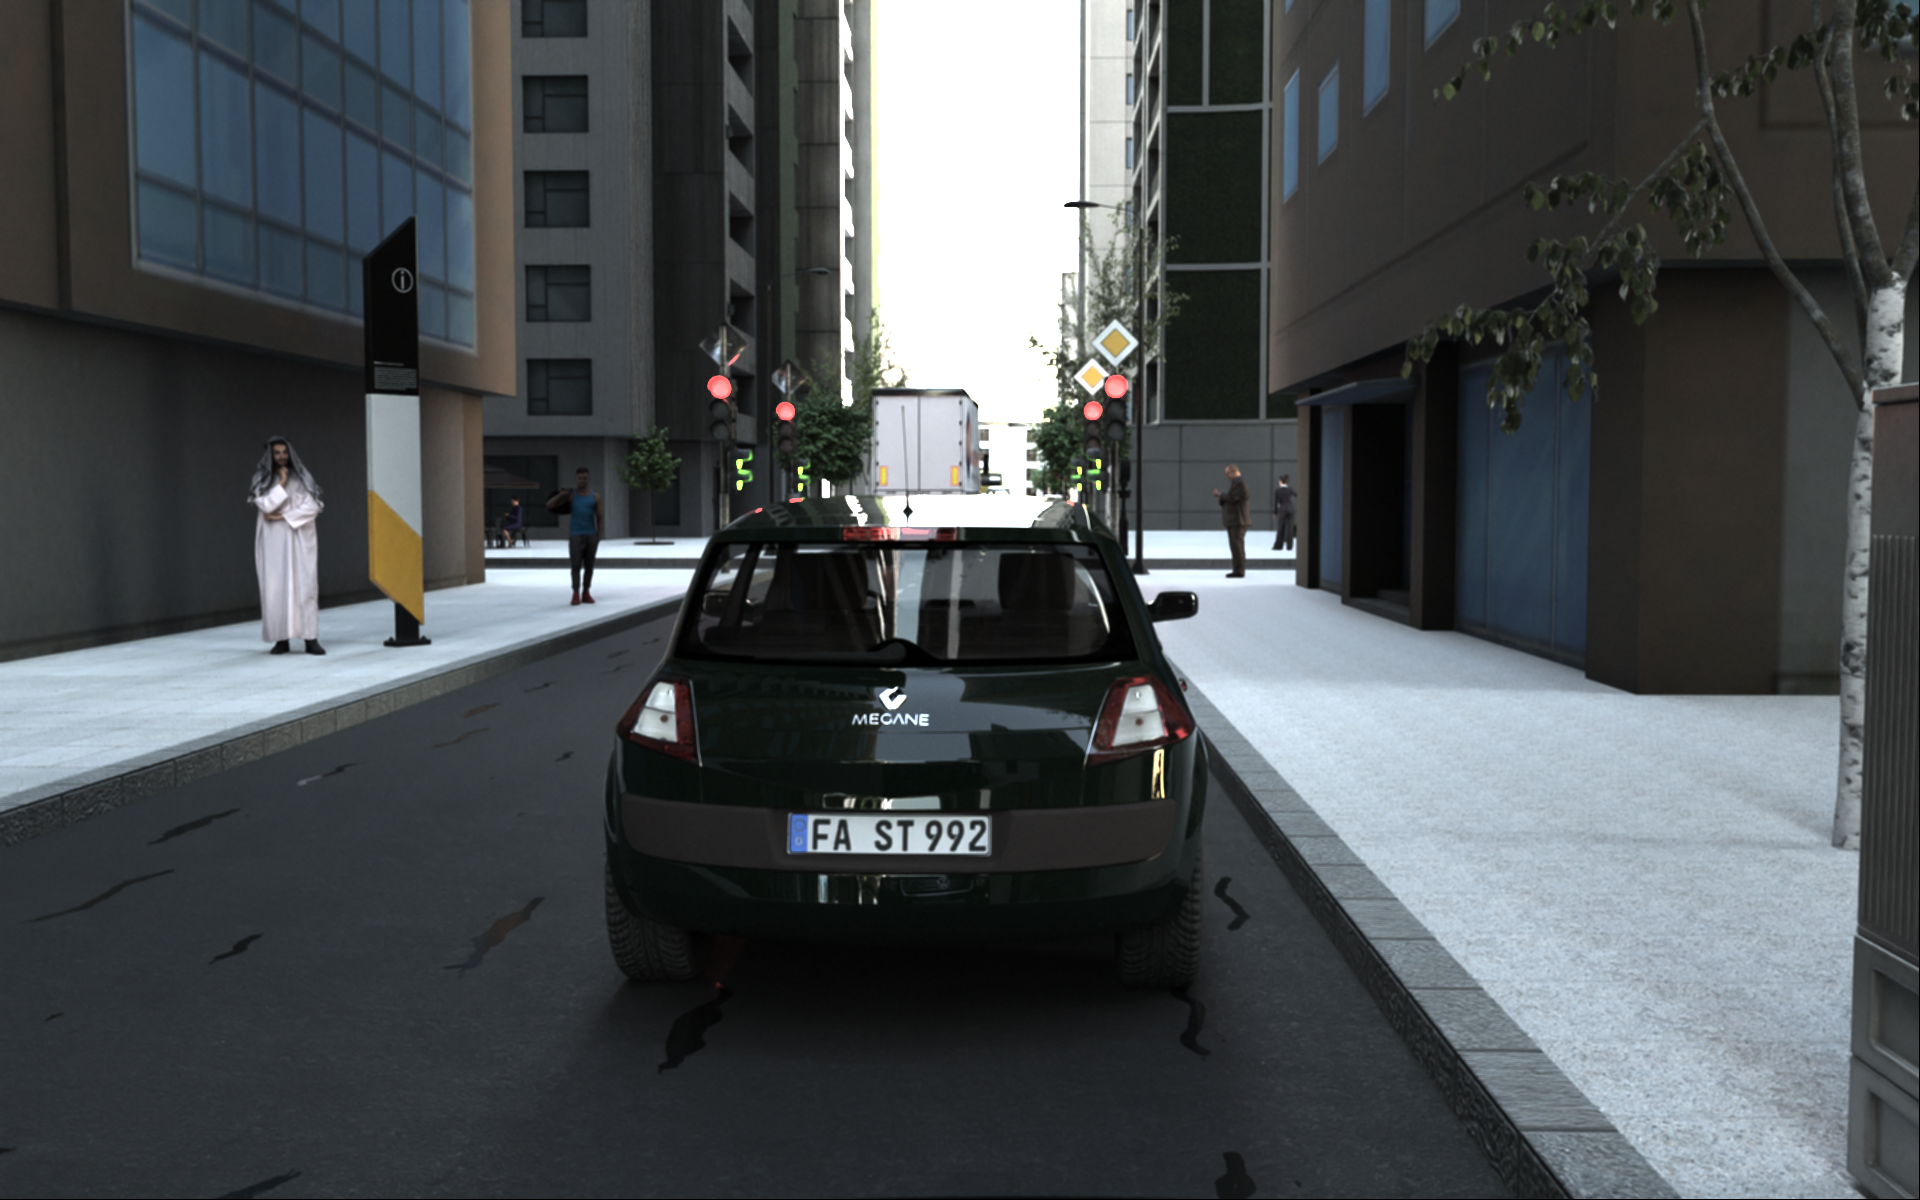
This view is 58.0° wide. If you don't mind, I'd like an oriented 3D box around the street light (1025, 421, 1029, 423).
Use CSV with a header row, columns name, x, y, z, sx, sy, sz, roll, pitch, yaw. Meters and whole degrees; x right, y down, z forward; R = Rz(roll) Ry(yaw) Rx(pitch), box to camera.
name,x,y,z,sx,sy,sz,roll,pitch,yaw
street light,4.814,-8.442,110.571,1.470,5.913,1.316,0,4,2

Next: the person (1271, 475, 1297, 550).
name,x,y,z,sx,sy,sz,roll,pitch,yaw
person,7.546,-2.009,39.696,0.742,1.727,0.445,-1,4,-21

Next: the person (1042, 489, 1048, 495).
name,x,y,z,sx,sy,sz,roll,pitch,yaw
person,7.878,-9.412,160.381,0.683,1.767,0.568,0,4,1

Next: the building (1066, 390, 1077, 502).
name,x,y,z,sx,sy,sz,roll,pitch,yaw
building,13.439,-12.025,138.752,9.099,9.664,28.070,0,4,2

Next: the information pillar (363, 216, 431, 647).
name,x,y,z,sx,sy,sz,roll,pitch,yaw
information pillar,-4.734,-1.416,14.512,0.183,3.616,0.504,3,4,36

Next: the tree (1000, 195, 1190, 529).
name,x,y,z,sx,sy,sz,roll,pitch,yaw
tree,3.412,-5.628,42.380,4.360,8.622,3.978,0,3,0

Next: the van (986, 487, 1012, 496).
name,x,y,z,sx,sy,sz,roll,pitch,yaw
van,2.262,-5.686,99.978,2.013,2.044,4.112,0,4,3

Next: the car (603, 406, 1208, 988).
name,x,y,z,sx,sy,sz,roll,pitch,yaw
car,-0.078,0.204,6.456,2.009,1.686,4.222,0,4,3

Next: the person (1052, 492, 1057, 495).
name,x,y,z,sx,sy,sz,roll,pitch,yaw
person,6.157,-6.366,110.833,0.504,1.737,0.576,1,4,14

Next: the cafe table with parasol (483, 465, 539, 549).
name,x,y,z,sx,sy,sz,roll,pitch,yaw
cafe table with parasol,-11.141,-2.207,40.952,2.610,1.966,2.610,2,4,27

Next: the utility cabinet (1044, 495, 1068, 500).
name,x,y,z,sx,sy,sz,roll,pitch,yaw
utility cabinet,4.258,-4.024,76.946,1.020,1.237,0.306,0,4,-1

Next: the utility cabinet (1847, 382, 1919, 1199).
name,x,y,z,sx,sy,sz,roll,pitch,yaw
utility cabinet,1.752,0.372,2.590,0.318,1.500,1.173,0,4,3

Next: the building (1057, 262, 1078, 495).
name,x,y,z,sx,sy,sz,roll,pitch,yaw
building,23.282,-19.842,168.399,27.936,21.610,32.646,0,4,2

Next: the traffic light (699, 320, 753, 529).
name,x,y,z,sx,sy,sz,roll,pitch,yaw
traffic light,-3.796,-2.389,27.986,0.839,4.253,0.868,0,4,2

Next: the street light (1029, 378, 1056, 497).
name,x,y,z,sx,sy,sz,roll,pitch,yaw
street light,3.598,-5.928,69.466,1.470,5.913,1.316,0,4,2

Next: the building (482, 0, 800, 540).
name,x,y,z,sx,sy,sz,roll,pitch,yaw
building,-12.835,-17.218,53.215,14.160,30.474,14.107,0,4,2

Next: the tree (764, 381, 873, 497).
name,x,y,z,sx,sy,sz,roll,pitch,yaw
tree,-4.008,-4.086,50.518,4.285,4.588,4.351,0,3,0

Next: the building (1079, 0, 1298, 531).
name,x,y,z,sx,sy,sz,roll,pitch,yaw
building,15.065,-38.198,62.790,20.563,71.187,20.611,0,4,2

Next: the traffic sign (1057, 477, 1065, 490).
name,x,y,z,sx,sy,sz,roll,pitch,yaw
traffic sign,3.886,-3.948,64.660,0.768,2.556,0.104,0,4,3

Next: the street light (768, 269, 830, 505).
name,x,y,z,sx,sy,sz,roll,pitch,yaw
street light,-3.384,-3.872,35.853,1.470,5.913,1.316,0,4,2

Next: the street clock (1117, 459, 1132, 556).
name,x,y,z,sx,sy,sz,roll,pitch,yaw
street clock,3.397,-1.921,35.973,0.358,2.002,0.471,0,4,-2

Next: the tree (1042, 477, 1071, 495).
name,x,y,z,sx,sy,sz,roll,pitch,yaw
tree,5.302,-6.057,93.628,1.663,3.219,1.824,0,3,0

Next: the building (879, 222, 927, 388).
name,x,y,z,sx,sy,sz,roll,pitch,yaw
building,-17.177,-17.394,128.361,27.936,21.610,32.646,0,4,2

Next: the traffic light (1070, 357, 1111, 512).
name,x,y,z,sx,sy,sz,roll,pitch,yaw
traffic light,2.710,-2.867,35.790,0.839,4.253,0.868,0,4,2

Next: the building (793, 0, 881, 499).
name,x,y,z,sx,sy,sz,roll,pitch,yaw
building,-10.985,-23.933,74.896,14.154,41.232,14.086,0,4,2

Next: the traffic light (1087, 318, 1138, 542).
name,x,y,z,sx,sy,sz,roll,pitch,yaw
traffic light,2.463,-2.378,27.809,0.839,4.253,0.868,0,4,2

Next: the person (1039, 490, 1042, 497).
name,x,y,z,sx,sy,sz,roll,pitch,yaw
person,8.499,-10.726,182.345,0.436,1.711,0.756,2,4,27

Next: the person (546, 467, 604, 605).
name,x,y,z,sx,sy,sz,roll,pitch,yaw
person,-4.487,-0.757,20.285,0.647,1.594,0.662,-2,4,-28

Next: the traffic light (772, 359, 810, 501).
name,x,y,z,sx,sy,sz,roll,pitch,yaw
traffic light,-3.549,-2.877,35.967,0.839,4.253,0.868,0,4,2

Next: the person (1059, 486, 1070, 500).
name,x,y,z,sx,sy,sz,roll,pitch,yaw
person,5.254,-4.992,88.359,0.576,1.737,0.504,-3,5,-44

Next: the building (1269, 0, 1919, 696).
name,x,y,z,sx,sy,sz,roll,pitch,yaw
building,11.076,-22.388,16.162,14.600,45.320,14.200,0,4,2

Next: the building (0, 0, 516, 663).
name,x,y,z,sx,sy,sz,roll,pitch,yaw
building,-13.806,-22.469,17.482,14.200,45.320,14.600,0,4,2

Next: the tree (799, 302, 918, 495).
name,x,y,z,sx,sy,sz,roll,pitch,yaw
tree,-3.775,-7.078,66.088,4.737,8.622,4.395,0,3,0

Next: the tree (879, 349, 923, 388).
name,x,y,z,sx,sy,sz,roll,pitch,yaw
tree,-2.861,-8.408,87.832,4.360,8.622,3.978,0,3,0

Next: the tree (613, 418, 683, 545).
name,x,y,z,sx,sy,sz,roll,pitch,yaw
tree,-7.809,-3.029,44.129,1.663,3.219,1.824,0,3,0

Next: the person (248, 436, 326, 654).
name,x,y,z,sx,sy,sz,roll,pitch,yaw
person,-5.407,-0.438,13.876,0.551,1.740,0.621,-3,5,-41

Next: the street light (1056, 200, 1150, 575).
name,x,y,z,sx,sy,sz,roll,pitch,yaw
street light,2.322,-3.363,27.534,1.470,5.913,1.316,0,4,2

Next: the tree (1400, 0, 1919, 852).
name,x,y,z,sx,sy,sz,roll,pitch,yaw
tree,3.284,-3.419,6.257,4.360,8.622,3.978,0,3,0

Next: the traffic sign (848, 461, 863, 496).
name,x,y,z,sx,sy,sz,roll,pitch,yaw
traffic sign,-3.408,-3.309,54.204,0.768,2.556,0.104,0,4,6

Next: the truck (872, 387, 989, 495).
name,x,y,z,sx,sy,sz,roll,pitch,yaw
truck,-0.754,-3.809,51.197,2.839,4.237,11.283,0,4,3

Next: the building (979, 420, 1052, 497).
name,x,y,z,sx,sy,sz,roll,pitch,yaw
building,5.594,-15.847,201.247,28.070,9.664,9.099,0,4,2

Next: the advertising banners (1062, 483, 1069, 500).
name,x,y,z,sx,sy,sz,roll,pitch,yaw
advertising banners,3.642,-3.862,59.324,0.090,3.025,2.074,0,4,-2

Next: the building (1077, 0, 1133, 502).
name,x,y,z,sx,sy,sz,roll,pitch,yaw
building,17.062,-33.852,95.482,21.231,58.520,28.212,0,4,2

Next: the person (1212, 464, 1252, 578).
name,x,y,z,sx,sy,sz,roll,pitch,yaw
person,4.204,-1.226,26.771,0.600,1.739,0.565,-2,4,-25

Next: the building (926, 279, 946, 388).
name,x,y,z,sx,sy,sz,roll,pitch,yaw
building,-9.216,-17.975,150.312,16.016,20.091,11.380,0,4,2

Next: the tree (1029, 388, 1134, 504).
name,x,y,z,sx,sy,sz,roll,pitch,yaw
tree,3.705,-4.156,51.668,4.285,4.588,4.351,0,3,0

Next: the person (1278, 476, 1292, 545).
name,x,y,z,sx,sy,sz,roll,pitch,yaw
person,8.169,-2.249,43.536,0.376,1.734,0.841,1,4,18

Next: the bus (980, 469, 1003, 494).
name,x,y,z,sx,sy,sz,roll,pitch,yaw
bus,2.900,-11.007,171.513,2.896,3.916,12.252,0,4,1
